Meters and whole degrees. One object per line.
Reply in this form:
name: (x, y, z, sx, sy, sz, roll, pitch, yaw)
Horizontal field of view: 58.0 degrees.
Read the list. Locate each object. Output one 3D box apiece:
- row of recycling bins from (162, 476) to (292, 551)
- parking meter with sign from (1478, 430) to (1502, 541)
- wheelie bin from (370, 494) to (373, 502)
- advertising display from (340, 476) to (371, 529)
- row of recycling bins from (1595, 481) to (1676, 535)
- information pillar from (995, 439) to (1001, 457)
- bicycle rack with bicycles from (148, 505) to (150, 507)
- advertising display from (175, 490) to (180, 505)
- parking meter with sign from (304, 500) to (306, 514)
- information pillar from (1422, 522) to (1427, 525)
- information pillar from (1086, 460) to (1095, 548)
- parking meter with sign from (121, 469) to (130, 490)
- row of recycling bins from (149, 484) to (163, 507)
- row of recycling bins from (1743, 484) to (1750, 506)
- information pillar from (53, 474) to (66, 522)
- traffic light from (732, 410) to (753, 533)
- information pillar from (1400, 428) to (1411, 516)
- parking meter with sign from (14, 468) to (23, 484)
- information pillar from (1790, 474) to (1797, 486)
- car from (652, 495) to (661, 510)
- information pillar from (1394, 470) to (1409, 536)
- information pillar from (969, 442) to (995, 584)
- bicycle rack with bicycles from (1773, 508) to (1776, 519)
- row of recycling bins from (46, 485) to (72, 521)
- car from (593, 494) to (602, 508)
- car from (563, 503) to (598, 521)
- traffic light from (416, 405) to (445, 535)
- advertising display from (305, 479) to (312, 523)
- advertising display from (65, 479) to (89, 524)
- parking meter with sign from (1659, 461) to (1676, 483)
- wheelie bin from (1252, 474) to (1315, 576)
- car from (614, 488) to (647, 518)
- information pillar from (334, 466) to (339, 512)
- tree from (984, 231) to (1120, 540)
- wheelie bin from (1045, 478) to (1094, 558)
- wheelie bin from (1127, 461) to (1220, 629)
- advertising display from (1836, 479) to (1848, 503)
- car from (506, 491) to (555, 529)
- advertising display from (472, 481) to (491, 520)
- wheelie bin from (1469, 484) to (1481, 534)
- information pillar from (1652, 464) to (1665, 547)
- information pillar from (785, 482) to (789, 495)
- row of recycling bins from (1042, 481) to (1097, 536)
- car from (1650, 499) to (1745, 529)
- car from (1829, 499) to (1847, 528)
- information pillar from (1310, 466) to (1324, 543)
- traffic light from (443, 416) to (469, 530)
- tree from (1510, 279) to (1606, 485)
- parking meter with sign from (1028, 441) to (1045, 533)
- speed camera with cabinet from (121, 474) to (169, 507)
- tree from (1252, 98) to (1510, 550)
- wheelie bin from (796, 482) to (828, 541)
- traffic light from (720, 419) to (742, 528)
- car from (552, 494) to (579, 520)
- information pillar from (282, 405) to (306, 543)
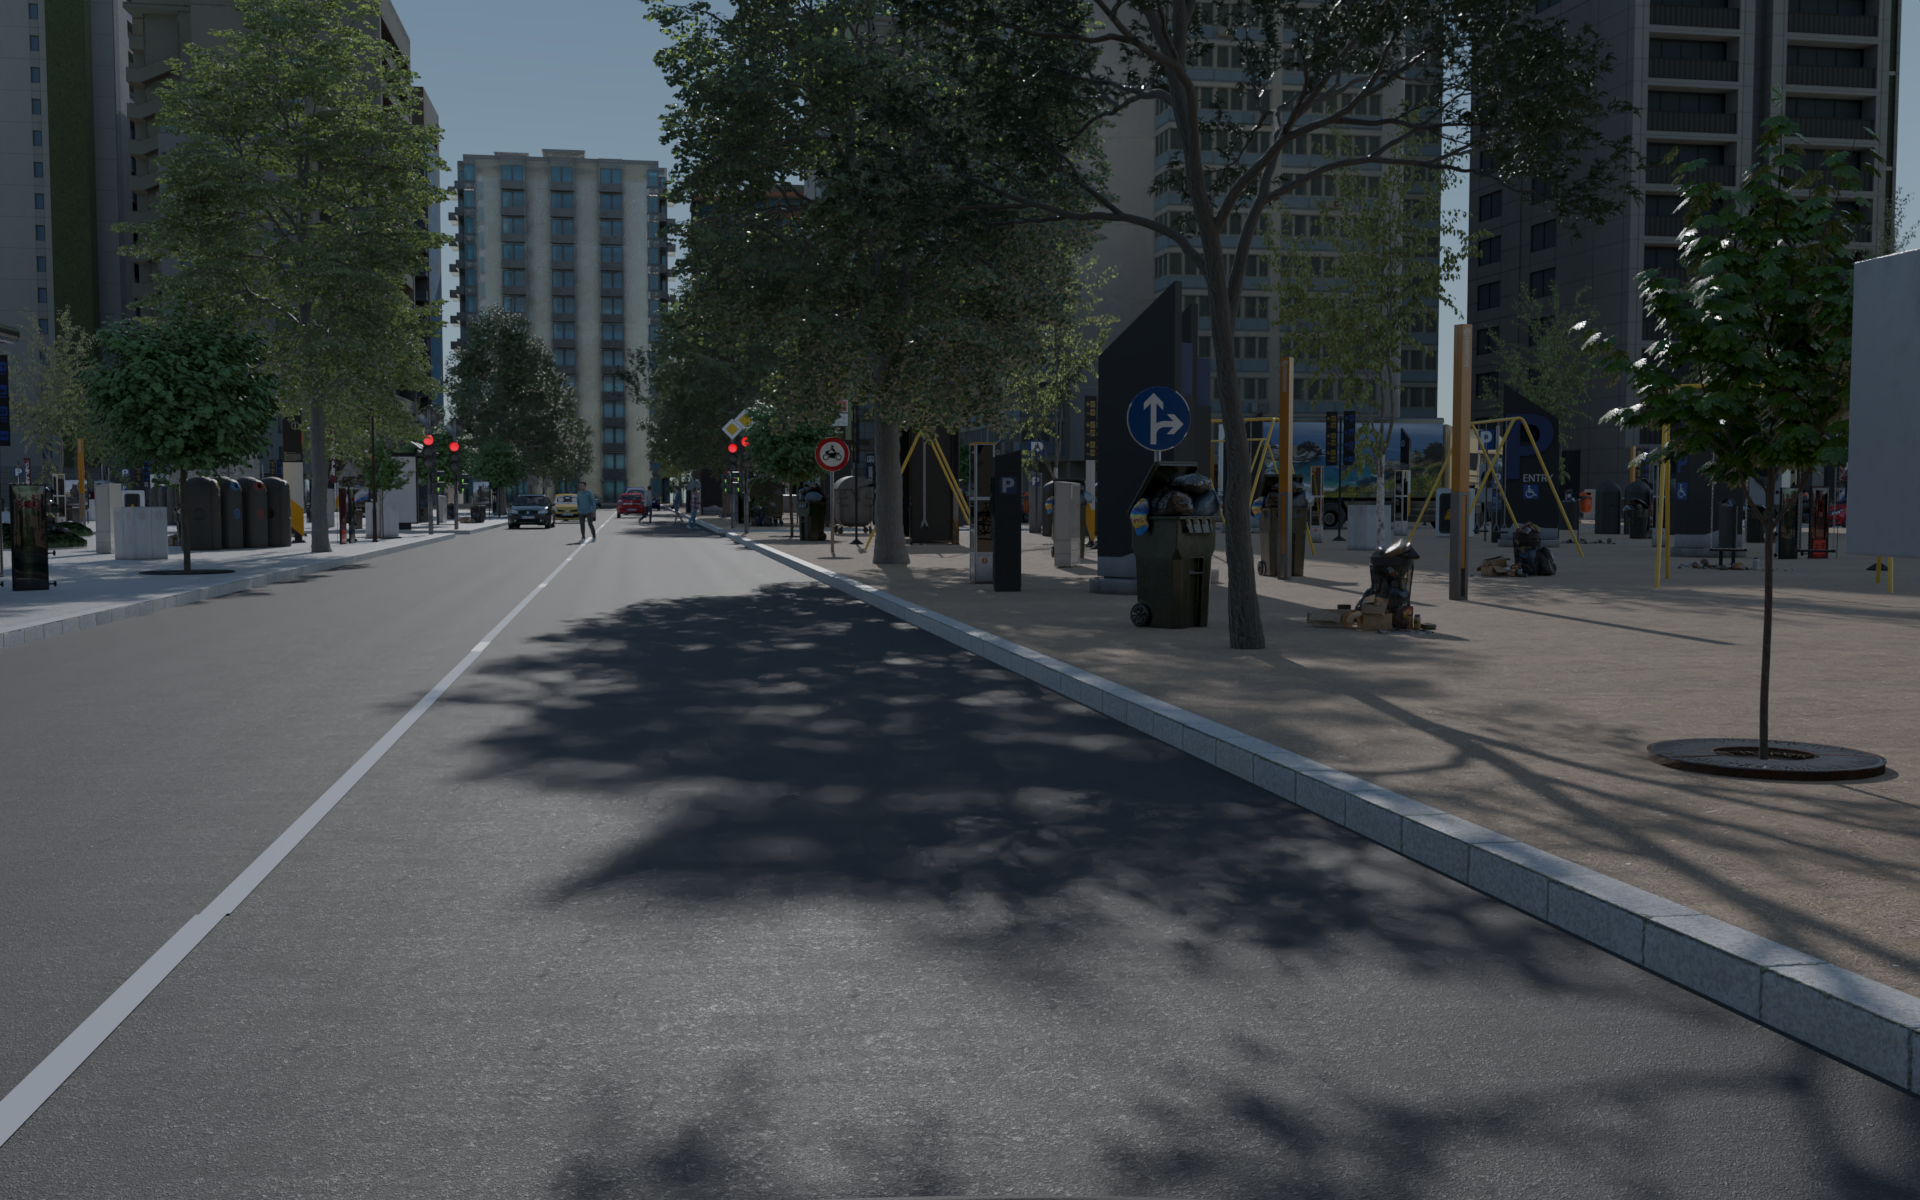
row of recycling bins: (-17.061, -2.060, 40.791, 1.069, 1.692, 3.534, 1, 4, 13)
parking meter with sign: (14.994, -3.134, 47.509, 1.738, 3.016, 0.543, -2, 4, -33)
wheelie bin: (-24.716, -3.995, 73.219, 0.980, 1.594, 0.693, -2, 4, -24)
advertising display: (-22.073, -3.556, 63.358, 0.974, 1.923, 0.123, 0, 4, -3)
row of recycling bins: (21.978, -2.922, 54.885, 3.534, 1.692, 1.069, 2, 4, 28)
information pillar: (1.537, -5.052, 73.958, 0.504, 3.616, 0.183, -1, 4, -14)
bicycle rack with bicycles: (-57.408, -6.773, 124.128, 2.852, 0.926, 2.925, -3, 5, -43)
advertising display: (-24.196, -2.989, 54.078, 0.123, 1.923, 0.974, 0, 4, 3)
parking meter with sign: (-43.081, -7.115, 112.597, 0.543, 3.016, 1.738, 0, 4, 2)
information pillar: (19.047, -4.864, 70.889, 0.183, 3.616, 0.504, 1, 4, 15)
information pillar: (3.140, -3.075, 41.626, 0.183, 3.616, 0.504, -1, 4, -13)
parking meter with sign: (-57.643, -7.537, 119.494, 0.543, 3.016, 1.738, -1, 4, -21)
row of recycling bins: (-32.632, -3.973, 72.064, 3.534, 1.692, 1.069, 3, 5, 39)
row of recycling bins: (33.240, -4.035, 73.082, 1.069, 1.692, 3.534, 2, 4, 28)
information pillar: (-32.539, -3.553, 62.585, 0.304, 2.012, 0.304, 3, 4, 36)
traffic light: (-7.015, -4.141, 56.632, 0.839, 4.253, 0.868, -1, 4, -11)
information pillar: (15.642, -4.253, 60.890, 0.183, 3.616, 0.504, -2, 4, -25)
parking meter with sign: (-63.266, -7.371, 116.771, 0.543, 3.016, 1.738, -1, 4, -18)
information pillar: (21.285, -2.452, 44.583, 0.304, 2.012, 0.304, -1, 4, -14)
car: (-27.377, -8.599, 153.166, 1.945, 1.354, 3.894, -1, 4, -11)
information pillar: (13.525, -2.972, 53.087, 0.304, 2.012, 0.304, -3, 5, -42)
information pillar: (0.317, -1.238, 24.739, 0.304, 2.012, 0.304, -1, 4, -15)
bicycle rack with bicycles: (40.774, -4.329, 84.166, 2.925, 0.926, 2.852, -2, 4, -23)
row of recycling bins: (-42.865, -4.542, 81.380, 1.069, 1.692, 3.534, 1, 4, 11)
car: (-39.035, -10.517, 183.755, 2.131, 1.459, 4.920, -1, 4, -10)
car: (-20.372, -4.904, 92.758, 1.945, 1.354, 3.894, -1, 4, -12)
traffic light: (-16.753, -4.029, 54.792, 0.839, 4.253, 0.868, -1, 4, -11)
advertising display: (-28.871, -4.376, 76.766, 0.123, 1.923, 0.974, -2, 4, -32)
advertising display: (-38.105, -4.250, 74.705, 0.974, 1.923, 0.123, -1, 4, -15)
parking meter with sign: (34.882, -5.407, 84.665, 0.543, 3.016, 1.738, -1, 4, -10)
wheelie bin: (5.089, -1.176, 27.128, 0.980, 1.594, 0.693, -1, 4, -9)
car: (-19.962, -5.887, 105.284, 2.155, 1.783, 4.494, -1, 4, -11)
information pillar: (-44.213, -8.041, 122.829, 0.183, 3.616, 0.504, 0, 4, 7)
tree: (2.454, -5.996, 48.403, 4.360, 8.622, 3.978, 0, 3, 0)
wheelie bin: (2.220, -1.643, 34.775, 0.980, 1.594, 0.693, 0, 4, -7)
wheelie bin: (2.097, -0.540, 16.744, 0.980, 1.594, 0.693, -3, 5, -43)
advertising display: (37.076, -4.135, 72.821, 0.123, 1.923, 0.974, 0, 4, 6)
car: (-17.968, -3.847, 72.683, 2.009, 1.686, 4.222, -1, 4, -9)
advertising display: (-23.907, -4.978, 86.596, 0.974, 1.923, 0.123, 1, 4, 17)
wheelie bin: (16.434, -2.933, 55.856, 0.980, 1.594, 0.693, -3, 5, -40)
information pillar: (16.910, -2.281, 41.782, 0.304, 2.012, 0.304, 0, 4, 4)
information pillar: (-12.852, -8.418, 128.993, 0.183, 3.616, 0.504, -3, 5, -41)
row of recycling bins: (4.100, -2.833, 53.437, 3.534, 1.692, 1.069, -2, 4, -34)
car: (28.697, -3.548, 67.045, 4.494, 1.783, 2.155, -1, 4, -12)
car: (35.839, -3.628, 68.364, 4.494, 1.783, 2.155, -1, 4, -9)
information pillar: (9.354, -2.502, 45.404, 0.304, 2.012, 0.304, 1, 4, 21)
traffic light: (-18.228, -4.509, 62.641, 0.839, 4.253, 0.868, -1, 4, -11)
tree: (19.911, -6.624, 58.666, 4.737, 8.622, 4.395, 0, 3, 0)
parking meter with sign: (2.520, -3.743, 57.465, 0.543, 3.016, 1.738, 0, 4, 1)
speed camera with cabinet: (-36.119, -5.033, 76.631, 2.038, 3.252, 0.660, -3, 5, -40)
tree: (7.514, -4.978, 31.755, 4.737, 8.622, 4.395, 0, 3, 0)
wheelie bin: (-4.051, -2.414, 47.373, 0.693, 1.594, 0.980, -3, 4, -38)
traffic light: (-8.490, -4.621, 64.481, 0.839, 4.253, 0.868, -1, 4, -11)
car: (-19.488, -4.635, 86.006, 2.015, 1.641, 3.980, -1, 4, -12)
information pillar: (-17.445, -3.302, 45.350, 0.504, 3.616, 0.183, -1, 4, -9)
